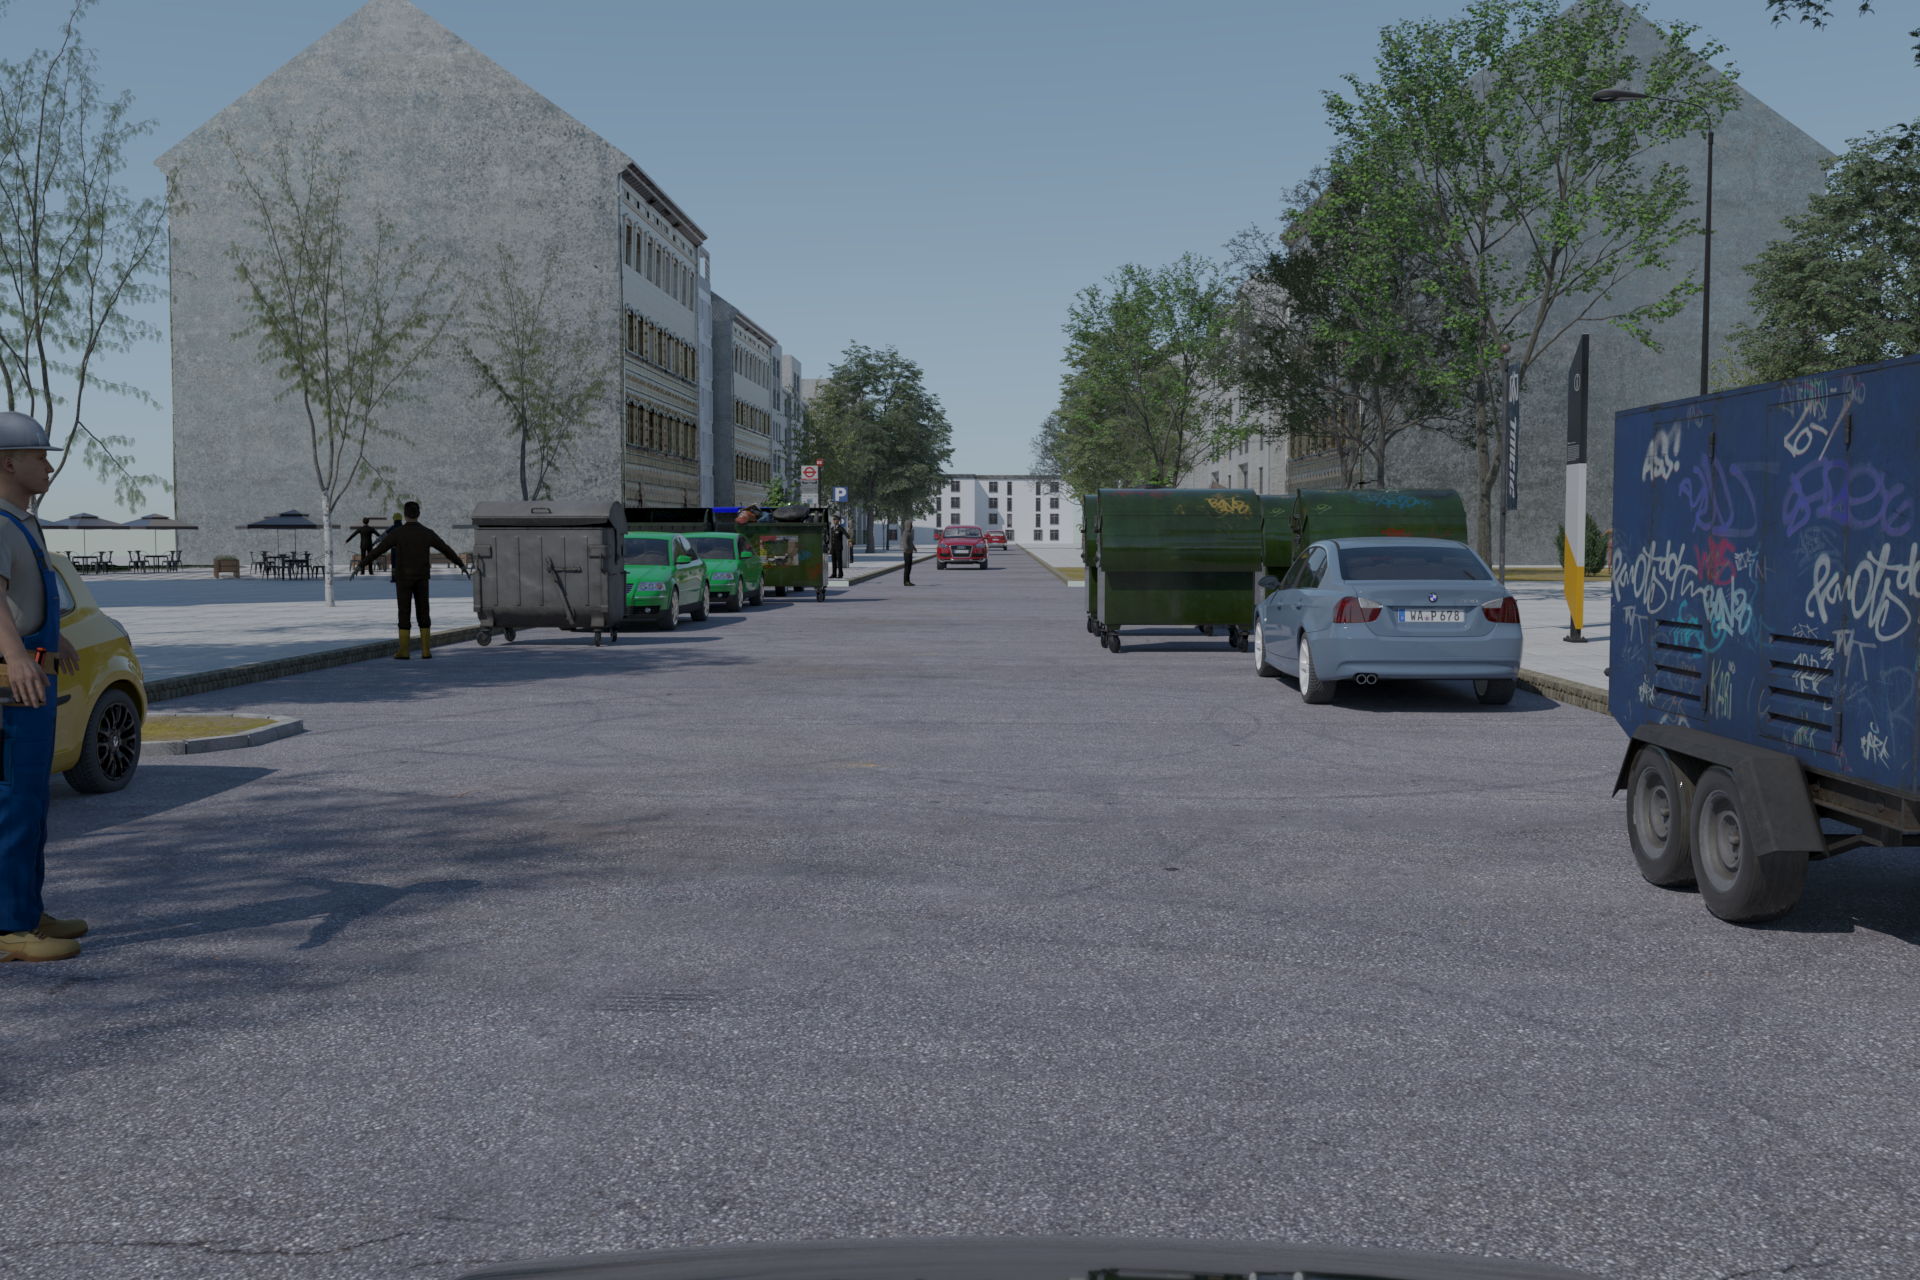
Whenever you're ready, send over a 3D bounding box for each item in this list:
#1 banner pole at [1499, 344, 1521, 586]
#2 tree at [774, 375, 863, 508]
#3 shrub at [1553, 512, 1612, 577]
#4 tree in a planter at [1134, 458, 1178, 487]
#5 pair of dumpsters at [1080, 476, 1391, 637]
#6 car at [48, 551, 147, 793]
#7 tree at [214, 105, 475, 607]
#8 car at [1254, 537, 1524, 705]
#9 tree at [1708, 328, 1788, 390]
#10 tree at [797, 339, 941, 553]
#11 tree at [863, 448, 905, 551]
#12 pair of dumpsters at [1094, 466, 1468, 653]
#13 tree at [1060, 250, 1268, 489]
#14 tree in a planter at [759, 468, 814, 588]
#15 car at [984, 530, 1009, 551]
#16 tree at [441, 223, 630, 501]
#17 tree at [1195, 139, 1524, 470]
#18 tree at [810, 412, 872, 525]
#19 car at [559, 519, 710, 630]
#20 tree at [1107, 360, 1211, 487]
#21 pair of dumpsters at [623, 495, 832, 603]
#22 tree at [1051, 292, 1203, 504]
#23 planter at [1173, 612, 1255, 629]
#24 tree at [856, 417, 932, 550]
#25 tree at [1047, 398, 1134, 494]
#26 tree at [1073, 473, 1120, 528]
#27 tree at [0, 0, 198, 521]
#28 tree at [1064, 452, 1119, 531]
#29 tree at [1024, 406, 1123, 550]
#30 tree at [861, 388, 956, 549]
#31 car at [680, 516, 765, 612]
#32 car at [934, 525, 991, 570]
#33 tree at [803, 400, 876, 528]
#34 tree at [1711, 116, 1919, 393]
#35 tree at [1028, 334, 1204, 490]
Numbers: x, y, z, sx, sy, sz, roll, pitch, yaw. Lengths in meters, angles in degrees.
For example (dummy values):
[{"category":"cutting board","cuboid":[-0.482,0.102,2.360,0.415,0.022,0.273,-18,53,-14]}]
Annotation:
[{"category":"banner pole","cuboid":[7.171,-1.995,22.644,0.401,3.779,0.863,0,4,2]},{"category":"tree","cuboid":[-6.836,-8.004,81.224,4.737,8.622,4.395,0,3,0]},{"category":"shrub","cuboid":[18.725,-2.917,52.107,1.690,2.028,1.600,0,3,0]},{"category":"tree in a planter","cuboid":[4.593,-2.656,40.652,1.991,3.239,1.994,0,4,2]},{"category":"pair of dumpsters","cuboid":[3.930,-1.202,24.603,4.436,2.255,1.574,0,4,1]},{"category":"car","cuboid":[-5.551,0.121,8.244,2.015,1.641,3.980,0,4,1]},{"category":"tree","cuboid":[-11.287,-4.901,30.497,4.360,8.622,3.978,0,3,0]},{"category":"car","cuboid":[3.807,-0.236,15.867,2.014,1.417,4.499,0,4,2]},{"category":"tree","cuboid":[28.820,-6.882,62.878,4.737,8.622,4.395,0,3,0]},{"category":"tree","cuboid":[-5.865,-12.725,114.716,9.857,13.997,8.962,0,3,0]},{"category":"tree","cuboid":[-5.853,-11.081,131.543,4.360,8.622,3.978,0,3,0]},{"category":"pair of dumpsters","cuboid":[3.863,-1.001,21.311,4.436,2.255,1.574,0,4,0]},{"category":"tree","cuboid":[7.800,-8.509,64.885,9.928,11.665,9.643,0,3,0]},{"category":"tree in a planter","cuboid":[-4.886,-3.024,46.668,1.991,3.239,1.994,0,4,2]},{"category":"car","cuboid":[3.074,-8.652,150.129,2.281,1.827,5.304,0,4,1]},{"category":"tree","cuboid":[-10.755,-5.605,41.999,4.360,8.622,3.978,0,3,0]},{"category":"tree","cuboid":[11.941,-8.735,53.180,12.009,13.543,11.850,0,3,0]},{"category":"tree","cuboid":[-6.667,-9.319,102.732,4.360,8.622,3.978,0,3,0]},{"category":"car","cuboid":[-5.077,-1.123,27.156,1.959,1.807,4.718,0,4,1]},{"category":"tree","cuboid":[7.802,-7.503,73.029,4.360,8.622,3.978,0,3,0]},{"category":"pair of dumpsters","cuboid":[-4.962,-1.935,36.594,4.436,2.255,1.574,0,4,2]},{"category":"tree","cuboid":[7.760,-9.974,81.208,7.486,12.596,7.792,0,3,0]},{"category":"planter","cuboid":[4.328,-0.368,27.163,1.991,0.319,1.994,0,4,2]},{"category":"tree","cuboid":[-5.941,-12.487,138.567,8.767,10.594,7.601,1,4,15]},{"category":"tree","cuboid":[9.327,-11.553,114.646,9.928,11.665,9.643,0,3,0]},{"category":"tree","cuboid":[10.228,-11.219,133.794,4.737,8.622,4.395,0,3,0]},{"category":"tree","cuboid":[-11.505,-4.347,21.435,4.360,8.622,3.978,0,3,0]},{"category":"tree","cuboid":[9.729,-10.585,123.420,4.737,8.622,4.395,0,3,0]},{"category":"tree","cuboid":[10.384,-14.292,144.038,12.009,13.543,11.850,0,3,0]},{"category":"tree","cuboid":[-5.042,-14.931,150.771,9.857,13.997,8.962,0,3,0]},{"category":"car","cuboid":[-4.872,-1.498,33.295,1.959,1.807,4.718,0,4,1]},{"category":"car","cuboid":[0.120,-3.799,70.791,2.281,1.827,5.304,0,4,1]},{"category":"tree","cuboid":[-5.997,-8.811,94.421,4.360,8.622,3.978,0,3,0]},{"category":"tree","cuboid":[27.864,-8.913,52.389,9.857,13.997,8.962,0,3,0]},{"category":"tree","cuboid":[9.241,-11.696,101.604,12.009,13.543,11.850,0,3,0]}]
